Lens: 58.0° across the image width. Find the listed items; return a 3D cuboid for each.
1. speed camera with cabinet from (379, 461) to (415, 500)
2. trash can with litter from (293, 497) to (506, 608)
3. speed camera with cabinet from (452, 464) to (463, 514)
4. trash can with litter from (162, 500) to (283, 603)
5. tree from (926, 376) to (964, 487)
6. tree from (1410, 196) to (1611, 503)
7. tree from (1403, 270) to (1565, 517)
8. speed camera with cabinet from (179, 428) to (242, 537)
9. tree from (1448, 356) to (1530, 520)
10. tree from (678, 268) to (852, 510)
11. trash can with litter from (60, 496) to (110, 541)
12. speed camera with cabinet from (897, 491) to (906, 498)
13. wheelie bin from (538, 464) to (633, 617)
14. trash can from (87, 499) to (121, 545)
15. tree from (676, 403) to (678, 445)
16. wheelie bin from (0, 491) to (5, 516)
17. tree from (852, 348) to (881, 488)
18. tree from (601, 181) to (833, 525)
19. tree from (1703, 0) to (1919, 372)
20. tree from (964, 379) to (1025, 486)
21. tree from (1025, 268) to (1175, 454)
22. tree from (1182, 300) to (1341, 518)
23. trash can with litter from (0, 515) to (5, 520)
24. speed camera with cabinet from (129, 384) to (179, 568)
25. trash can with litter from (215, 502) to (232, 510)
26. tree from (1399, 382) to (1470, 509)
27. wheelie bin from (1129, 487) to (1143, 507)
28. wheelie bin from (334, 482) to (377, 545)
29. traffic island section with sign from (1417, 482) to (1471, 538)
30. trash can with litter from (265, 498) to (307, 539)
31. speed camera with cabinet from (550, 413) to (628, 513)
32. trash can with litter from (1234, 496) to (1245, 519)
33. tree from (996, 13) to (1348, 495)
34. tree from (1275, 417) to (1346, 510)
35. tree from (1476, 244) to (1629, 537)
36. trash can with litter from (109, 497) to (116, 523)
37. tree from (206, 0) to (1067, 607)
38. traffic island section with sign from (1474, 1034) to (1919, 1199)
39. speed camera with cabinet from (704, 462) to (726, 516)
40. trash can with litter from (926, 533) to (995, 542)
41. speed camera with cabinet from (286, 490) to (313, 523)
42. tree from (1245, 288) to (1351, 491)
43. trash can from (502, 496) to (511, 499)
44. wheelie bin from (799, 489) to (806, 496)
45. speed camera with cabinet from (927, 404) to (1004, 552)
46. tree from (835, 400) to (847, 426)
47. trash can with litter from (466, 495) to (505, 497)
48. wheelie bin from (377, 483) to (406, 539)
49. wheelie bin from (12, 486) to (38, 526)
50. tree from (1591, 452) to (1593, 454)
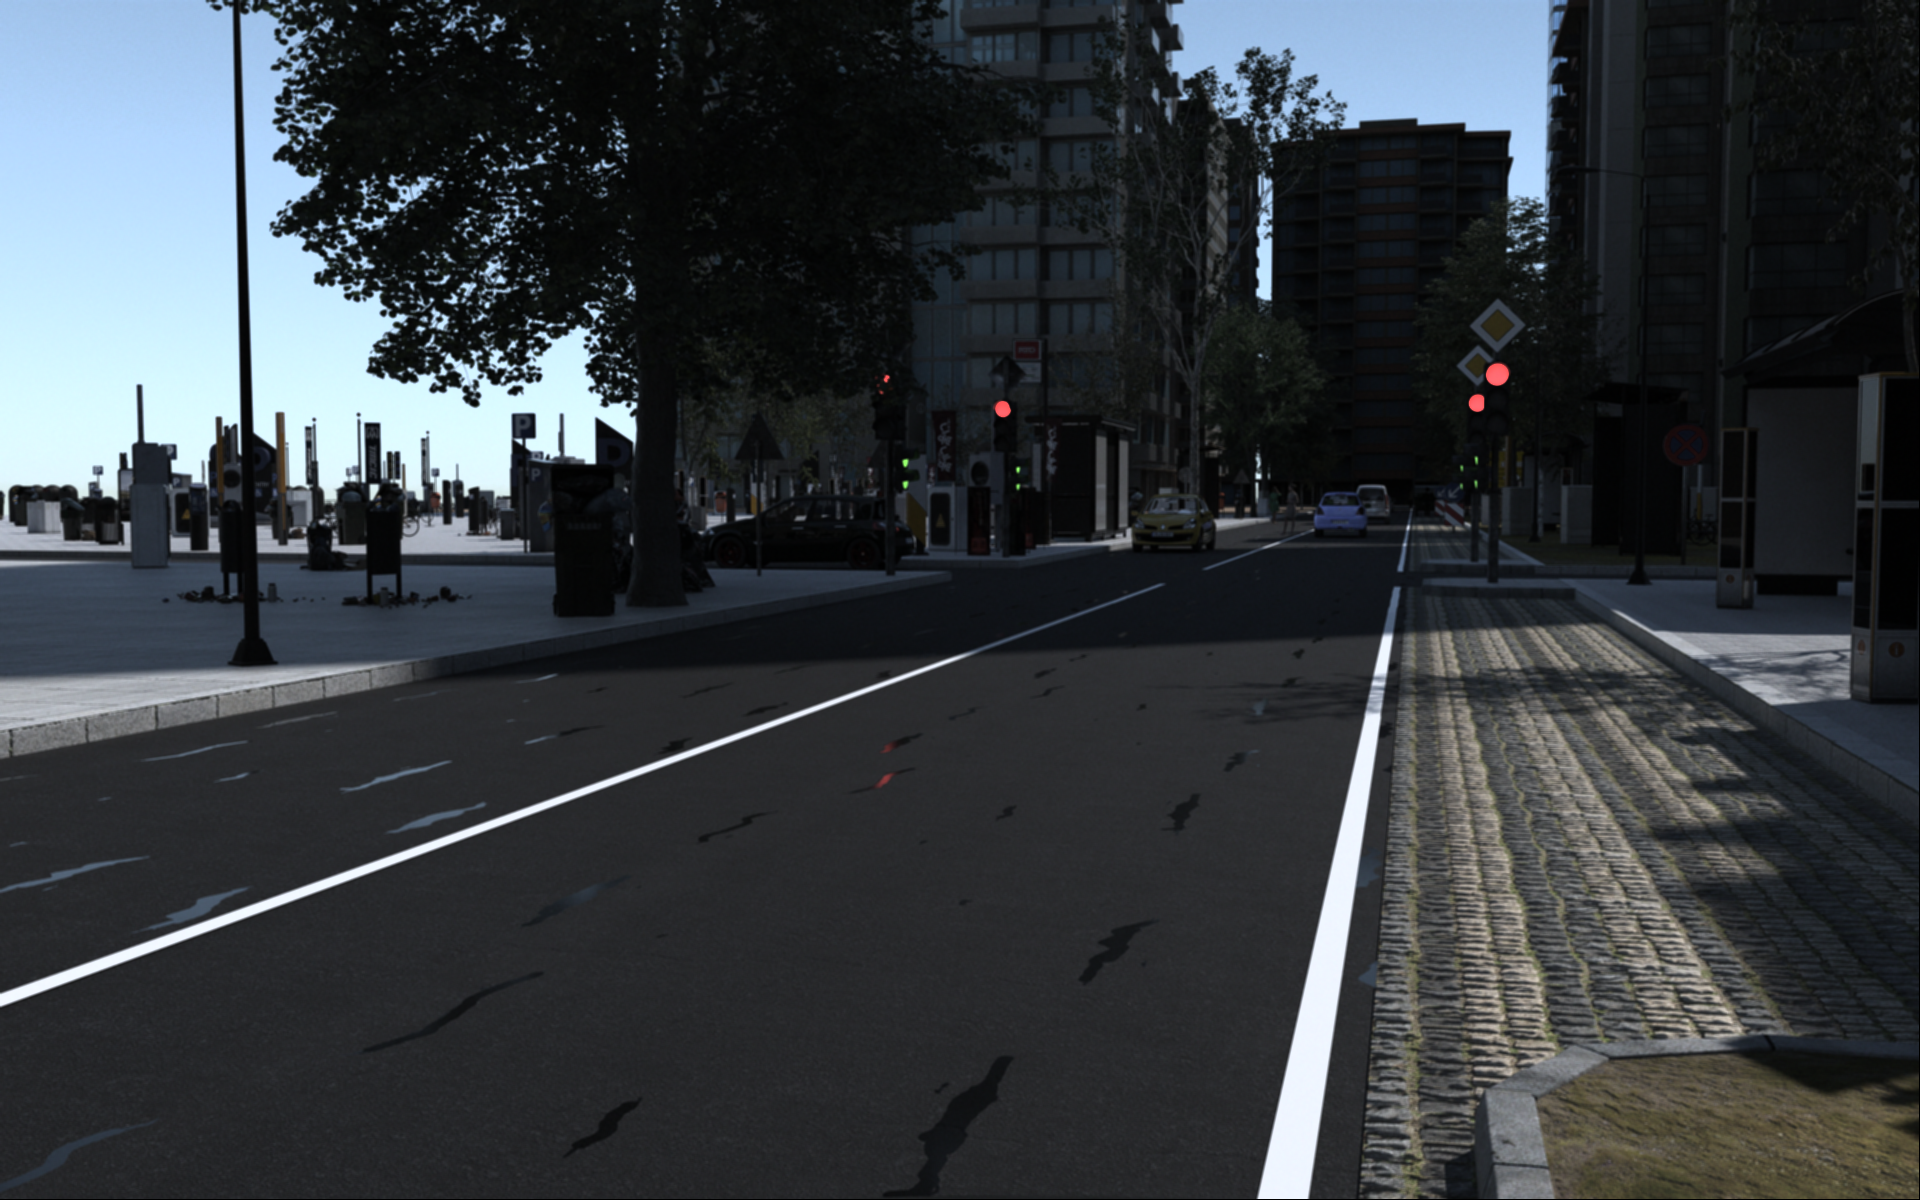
[{"bbox_3d":[-33.512,-6.649,103.053,2.038,3.252,0.660,-1,4,-21],"label":"speed camera with cabinet"},{"bbox_3d":[-6.500,-0.584,20.599,1.678,1.210,2.233,1,4,22],"label":"trash can with litter"},{"bbox_3d":[-32.187,-7.284,113.429,2.038,3.252,0.660,-1,4,-16],"label":"speed camera with cabinet"},{"bbox_3d":[-8.891,-0.615,21.116,1.678,1.210,2.233,-3,5,-41],"label":"trash can with litter"},{"bbox_3d":[-0.169,-9.680,108.635,4.360,8.622,3.978,0,3,0],"label":"tree"},{"bbox_3d":[20.981,-9.099,66.890,7.486,12.596,7.792,0,3,0],"label":"tree"},{"bbox_3d":[29.661,-11.657,97.254,9.857,13.997,8.962,0,3,0],"label":"tree"},{"bbox_3d":[-22.526,-3.521,51.908,2.038,3.252,0.660,-1,4,-13],"label":"speed camera with cabinet"},{"bbox_3d":[26.293,-8.342,86.754,4.737,8.622,4.395,0,3,0],"label":"tree"},{"bbox_3d":[-6.213,-6.443,55.700,4.360,8.622,3.978,0,3,0],"label":"tree"},{"bbox_3d":[-24.190,-2.221,47.694,1.055,1.170,0.624,0,4,5],"label":"trash can with litter"},{"bbox_3d":[-2.508,-5.508,84.386,0.660,3.252,2.038,1,4,16],"label":"speed camera with cabinet"},{"bbox_3d":[-3.939,-0.633,18.254,0.980,1.594,0.693,-1,4,-13],"label":"wheelie bin"},{"bbox_3d":[-21.645,-1.979,44.013,0.748,1.137,0.748,0,3,0],"label":"trash can"},{"bbox_3d":[-13.043,-8.251,85.261,4.360,8.622,3.978,0,3,0],"label":"tree"},{"bbox_3d":[-55.620,-5.636,100.048,0.693,1.594,0.980,0,4,-1],"label":"wheelie bin"},{"bbox_3d":[-4.639,-7.151,67.274,4.360,8.622,3.978,0,3,0],"label":"tree"},{"bbox_3d":[-5.936,-5.420,38.972,4.737,8.622,4.395,0,3,0],"label":"tree"},{"bbox_3d":[8.055,-3.903,14.173,4.360,8.622,3.978,0,3,0],"label":"tree"},{"bbox_3d":[3.038,-9.072,98.688,4.360,8.622,3.978,0,3,0],"label":"tree"},{"bbox_3d":[5.065,-6.498,56.602,4.360,8.622,3.978,0,3,0],"label":"tree"},{"bbox_3d":[15.819,-10.292,94.026,9.928,11.665,9.643,0,3,0],"label":"tree"},{"bbox_3d":[-47.821,-4.540,85.612,1.055,1.170,0.624,0,4,-3],"label":"trash can with litter"},{"bbox_3d":[-14.370,-2.228,30.766,0.660,3.252,2.038,-1,4,-22],"label":"speed camera with cabinet"},{"bbox_3d":[-22.362,-2.574,53.478,1.055,1.170,0.624,-3,5,-45],"label":"trash can with litter"},{"bbox_3d":[50.768,-16.266,176.324,12.009,13.543,11.850,0,3,0],"label":"tree"},{"bbox_3d":[7.280,-3.998,73.282,0.980,1.594,0.693,2,4,24],"label":"wheelie bin"},{"bbox_3d":[-15.371,-2.191,43.732,0.980,1.594,0.693,3,5,44],"label":"wheelie bin"},{"bbox_3d":[16.013,-2.932,56.564,1.989,1.847,2.006,1,4,15],"label":"traffic island section with sign"},{"bbox_3d":[-19.179,-2.319,49.302,0.624,1.170,1.055,2,4,29],"label":"trash can with litter"},{"bbox_3d":[-9.067,-2.935,42.321,2.038,3.252,0.660,2,4,31],"label":"speed camera with cabinet"},{"bbox_3d":[14.494,-4.829,90.347,0.624,1.170,1.055,0,4,-7],"label":"trash can with litter"},{"bbox_3d":[8.152,-13.084,69.805,12.611,20.169,13.585,0,3,0],"label":"tree"},{"bbox_3d":[26.819,-11.380,136.430,4.737,8.622,4.395,0,3,0],"label":"tree"},{"bbox_3d":[17.636,-6.192,51.596,4.360,8.622,3.978,0,3,0],"label":"tree"},{"bbox_3d":[-37.472,-3.979,76.446,0.624,1.170,1.055,-2,4,-35],"label":"trash can with litter"},{"bbox_3d":[-3.449,-6.911,19.653,9.857,13.997,8.962,0,3,0],"label":"tree"},{"bbox_3d":[1.963,0.343,3.019,1.989,1.847,2.006,1,4,15],"label":"traffic island section with sign"},{"bbox_3d":[-14.613,-6.701,103.892,2.038,3.252,0.660,2,4,30],"label":"speed camera with cabinet"},{"bbox_3d":[0.181,-2.158,46.345,2.233,1.210,1.678,-1,4,-23],"label":"trash can with litter"},{"bbox_3d":[-29.585,-5.006,76.181,0.660,3.252,2.038,3,4,38],"label":"speed camera with cabinet"},{"bbox_3d":[18.936,-12.227,106.566,9.857,13.997,8.962,0,3,0],"label":"tree"},{"bbox_3d":[-29.242,-6.138,112.003,0.748,1.137,0.748,0,3,0],"label":"trash can"},{"bbox_3d":[-9.379,-5.723,101.486,0.980,1.594,0.693,-2,4,-31],"label":"wheelie bin"},{"bbox_3d":[0.146,-2.713,38.695,0.660,3.252,2.038,-3,5,-44],"label":"speed camera with cabinet"},{"bbox_3d":[-7.454,-7.848,78.673,4.737,8.622,4.395,0,3,0],"label":"tree"},{"bbox_3d":[-14.848,-2.629,54.035,1.678,1.210,2.233,-2,4,-29],"label":"trash can with litter"},{"bbox_3d":[-16.063,-2.506,48.883,0.693,1.594,0.980,1,4,18],"label":"wheelie bin"},{"bbox_3d":[-37.356,-3.755,69.303,0.693,1.594,0.980,1,4,16],"label":"wheelie bin"},{"bbox_3d":[29.508,-5.652,76.118,4.285,4.588,4.351,0,3,0],"label":"tree"}]
